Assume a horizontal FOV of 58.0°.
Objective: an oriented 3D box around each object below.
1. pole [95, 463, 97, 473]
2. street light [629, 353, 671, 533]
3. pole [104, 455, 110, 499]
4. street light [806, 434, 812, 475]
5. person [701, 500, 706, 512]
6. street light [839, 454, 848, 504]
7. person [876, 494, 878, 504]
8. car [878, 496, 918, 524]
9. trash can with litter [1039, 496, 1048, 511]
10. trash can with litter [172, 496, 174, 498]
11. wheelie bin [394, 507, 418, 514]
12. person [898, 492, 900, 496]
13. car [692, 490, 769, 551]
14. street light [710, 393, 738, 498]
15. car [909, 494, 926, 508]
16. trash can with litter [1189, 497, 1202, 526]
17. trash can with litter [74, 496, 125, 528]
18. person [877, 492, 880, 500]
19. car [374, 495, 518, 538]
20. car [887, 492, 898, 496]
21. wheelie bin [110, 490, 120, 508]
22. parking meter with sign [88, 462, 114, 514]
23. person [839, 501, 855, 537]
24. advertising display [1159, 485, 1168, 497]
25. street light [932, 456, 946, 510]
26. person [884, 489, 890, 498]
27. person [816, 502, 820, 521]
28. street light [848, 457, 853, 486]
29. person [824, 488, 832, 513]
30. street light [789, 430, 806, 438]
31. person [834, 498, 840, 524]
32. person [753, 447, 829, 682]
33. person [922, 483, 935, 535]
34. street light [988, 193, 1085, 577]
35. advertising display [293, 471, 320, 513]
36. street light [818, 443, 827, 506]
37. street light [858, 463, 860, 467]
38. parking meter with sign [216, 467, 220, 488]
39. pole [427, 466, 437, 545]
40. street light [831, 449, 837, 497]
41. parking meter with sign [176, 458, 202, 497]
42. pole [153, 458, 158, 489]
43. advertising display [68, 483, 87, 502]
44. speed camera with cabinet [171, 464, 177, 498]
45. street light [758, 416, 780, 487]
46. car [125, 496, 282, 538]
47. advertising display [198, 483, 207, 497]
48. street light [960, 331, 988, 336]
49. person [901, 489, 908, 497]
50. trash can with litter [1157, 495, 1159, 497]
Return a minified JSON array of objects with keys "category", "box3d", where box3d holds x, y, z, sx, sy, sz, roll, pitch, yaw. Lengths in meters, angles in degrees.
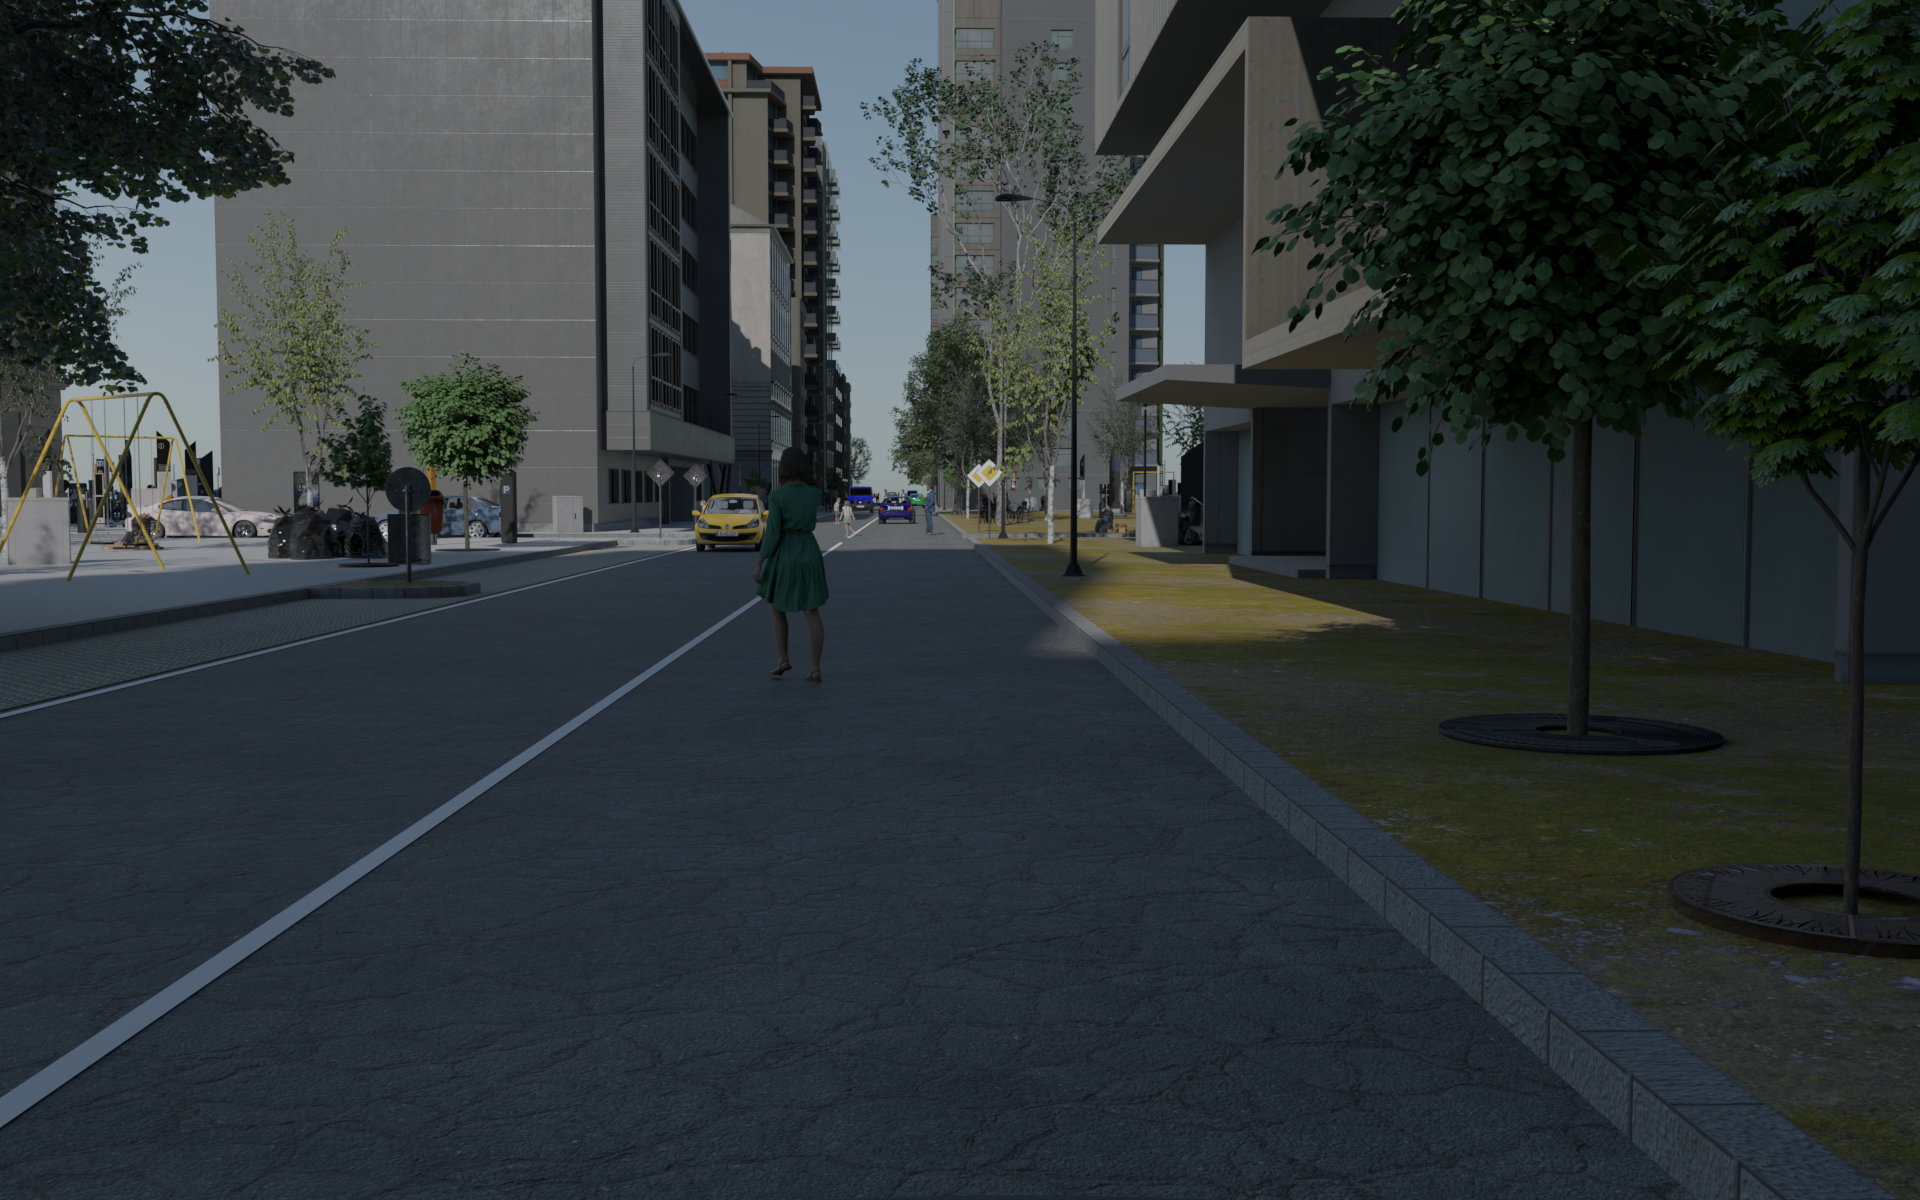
[{"category":"pole","box3d":[-57.365,-7.418,115.126,0.158,3.312,0.155,0,3,0]},{"category":"street light","box3d":[-10.224,-5.177,57.192,1.470,5.913,1.316,0,4,-2]},{"category":"pole","box3d":[-45.036,-5.971,91.465,0.158,3.312,0.155,0,3,0]},{"category":"street light","box3d":[-12.288,-9.876,134.011,1.470,5.913,1.316,0,4,-2]},{"category":"person","box3d":[-8.856,-2.868,60.408,0.382,1.210,0.505,-2,4,-27]},{"category":"street light","box3d":[-14.105,-14.020,201.775,1.470,5.913,1.316,0,4,-2]},{"category":"person","box3d":[-11.747,-14.166,243.375,0.557,1.426,1.065,1,4,22]},{"category":"car","box3d":[-3.046,-4.372,84.062,1.945,1.354,3.894,0,4,0]},{"category":"trash can with litter","box3d":[6.283,-7.235,129.685,0.624,1.170,1.055,1,4,18]},{"category":"trash can with litter","box3d":[-41.374,-4.907,91.283,2.233,1.210,1.678,0,4,8]},{"category":"wheelie bin","box3d":[-15.441,-2.494,48.685,0.980,1.594,0.693,-1,4,-19]},{"category":"person","box3d":[-9.607,-15.865,268.614,0.721,1.743,1.217,0,4,7]},{"category":"car","box3d":[-5.807,-2.099,44.540,2.015,1.641,3.980,0,4,-2]},{"category":"street light","box3d":[-10.911,-6.555,79.715,1.470,5.913,1.316,0,4,-2]},{"category":"car","box3d":[-4.477,-10.387,178.625,1.959,1.807,4.718,0,4,-3]},{"category":"trash can with litter","box3d":[9.635,-3.528,69.074,1.055,1.170,0.624,1,4,9]},{"category":"trash can with litter","box3d":[-32.832,-3.390,66.484,2.233,1.210,1.678,-2,4,-31]},{"category":"person","box3d":[-13.078,-16.326,276.145,0.721,1.735,1.217,3,5,40]},{"category":"car","box3d":[-16.146,-2.576,54.114,4.499,1.417,2.014,0,4,0]},{"category":"car","box3d":[-11.373,-17.152,289.100,2.281,1.827,5.304,0,4,-3]},{"category":"wheelie bin","box3d":[-61.715,-7.256,126.551,0.980,1.594,0.693,3,5,39]},{"category":"parking meter with sign","box3d":[-46.737,-5.961,93.731,1.738,3.016,0.543,0,4,-7]},{"category":"person","box3d":[-3.785,-2.727,58.096,0.505,1.210,0.382,-2,4,-35]},{"category":"advertising display","box3d":[14.724,-7.310,124.727,0.123,1.923,0.974,-2,4,-34]},{"category":"street light","box3d":[-1.811,-10.287,140.733,1.470,5.913,1.316,0,4,-2]},{"category":"person","box3d":[-5.390,-7.255,127.472,0.721,1.781,0.623,-2,4,-24]},{"category":"person","box3d":[-7.426,-4.828,87.556,0.853,1.813,0.709,3,5,40]},{"category":"street light","box3d":[-14.476,-14.942,216.837,1.470,5.913,1.316,0,4,-2]},{"category":"person","box3d":[-9.989,-7.513,130.697,0.648,1.900,0.474,1,4,9]},{"category":"street light","box3d":[-12.079,-9.324,124.982,1.470,5.913,1.316,0,4,-2]},{"category":"person","box3d":[-5.854,-4.250,82.676,0.352,1.250,0.332,1,4,16]},{"category":"person","box3d":[-1.268,-0.279,13.308,0.600,1.795,0.529,-3,5,-41]},{"category":"person","box3d":[-1.064,-3.156,60.278,0.419,1.800,0.721,-1,4,-13]},{"category":"street light","box3d":[1.237,-3.326,26.924,1.470,5.913,1.316,0,4,-2]},{"category":"advertising display","box3d":[-18.519,-2.685,49.114,0.123,1.923,0.974,1,4,18]},{"category":"street light","box3d":[-12.898,-11.254,156.536,1.470,5.913,1.316,0,4,-2]},{"category":"street light","box3d":[-15.720,-17.697,261.886,1.470,5.913,1.316,0,4,-2]},{"category":"parking meter with sign","box3d":[-48.823,-7.079,111.999,1.738,3.016,0.543,-3,5,-40]},{"category":"pole","box3d":[-13.258,-3.034,43.452,0.158,3.312,0.155,0,3,0]},{"category":"street light","box3d":[-13.568,-12.643,179.248,1.470,5.913,1.316,0,4,-2]},{"category":"parking meter with sign","box3d":[-36.880,-5.268,82.385,0.543,3.016,1.738,1,4,19]},{"category":"pole","box3d":[-44.922,-6.297,96.806,0.158,3.312,0.155,0,3,0]},{"category":"advertising display","box3d":[-50.851,-5.789,99.864,0.974,1.923,0.123,-1,4,-12]},{"category":"speed camera with cabinet","box3d":[-52.542,-7.325,114.095,2.038,3.252,0.660,0,4,-5]},{"category":"street light","box3d":[-11.332,-7.946,102.461,1.470,5.913,1.316,0,4,-2]},{"category":"car","box3d":[-23.295,-2.529,53.714,4.827,1.381,2.083,0,4,0]},{"category":"advertising display","box3d":[-43.495,-5.712,98.604,0.123,1.923,0.974,2,4,34]},{"category":"street light","box3d":[0.700,-4.714,49.611,1.470,5.913,1.316,0,4,-2]},{"category":"person","box3d":[-4.004,-7.061,124.302,0.623,1.781,0.721,1,4,13]},{"category":"trash can with litter","box3d":[14.821,-7.349,131.208,1.678,1.210,2.233,-2,4,-33]}]
